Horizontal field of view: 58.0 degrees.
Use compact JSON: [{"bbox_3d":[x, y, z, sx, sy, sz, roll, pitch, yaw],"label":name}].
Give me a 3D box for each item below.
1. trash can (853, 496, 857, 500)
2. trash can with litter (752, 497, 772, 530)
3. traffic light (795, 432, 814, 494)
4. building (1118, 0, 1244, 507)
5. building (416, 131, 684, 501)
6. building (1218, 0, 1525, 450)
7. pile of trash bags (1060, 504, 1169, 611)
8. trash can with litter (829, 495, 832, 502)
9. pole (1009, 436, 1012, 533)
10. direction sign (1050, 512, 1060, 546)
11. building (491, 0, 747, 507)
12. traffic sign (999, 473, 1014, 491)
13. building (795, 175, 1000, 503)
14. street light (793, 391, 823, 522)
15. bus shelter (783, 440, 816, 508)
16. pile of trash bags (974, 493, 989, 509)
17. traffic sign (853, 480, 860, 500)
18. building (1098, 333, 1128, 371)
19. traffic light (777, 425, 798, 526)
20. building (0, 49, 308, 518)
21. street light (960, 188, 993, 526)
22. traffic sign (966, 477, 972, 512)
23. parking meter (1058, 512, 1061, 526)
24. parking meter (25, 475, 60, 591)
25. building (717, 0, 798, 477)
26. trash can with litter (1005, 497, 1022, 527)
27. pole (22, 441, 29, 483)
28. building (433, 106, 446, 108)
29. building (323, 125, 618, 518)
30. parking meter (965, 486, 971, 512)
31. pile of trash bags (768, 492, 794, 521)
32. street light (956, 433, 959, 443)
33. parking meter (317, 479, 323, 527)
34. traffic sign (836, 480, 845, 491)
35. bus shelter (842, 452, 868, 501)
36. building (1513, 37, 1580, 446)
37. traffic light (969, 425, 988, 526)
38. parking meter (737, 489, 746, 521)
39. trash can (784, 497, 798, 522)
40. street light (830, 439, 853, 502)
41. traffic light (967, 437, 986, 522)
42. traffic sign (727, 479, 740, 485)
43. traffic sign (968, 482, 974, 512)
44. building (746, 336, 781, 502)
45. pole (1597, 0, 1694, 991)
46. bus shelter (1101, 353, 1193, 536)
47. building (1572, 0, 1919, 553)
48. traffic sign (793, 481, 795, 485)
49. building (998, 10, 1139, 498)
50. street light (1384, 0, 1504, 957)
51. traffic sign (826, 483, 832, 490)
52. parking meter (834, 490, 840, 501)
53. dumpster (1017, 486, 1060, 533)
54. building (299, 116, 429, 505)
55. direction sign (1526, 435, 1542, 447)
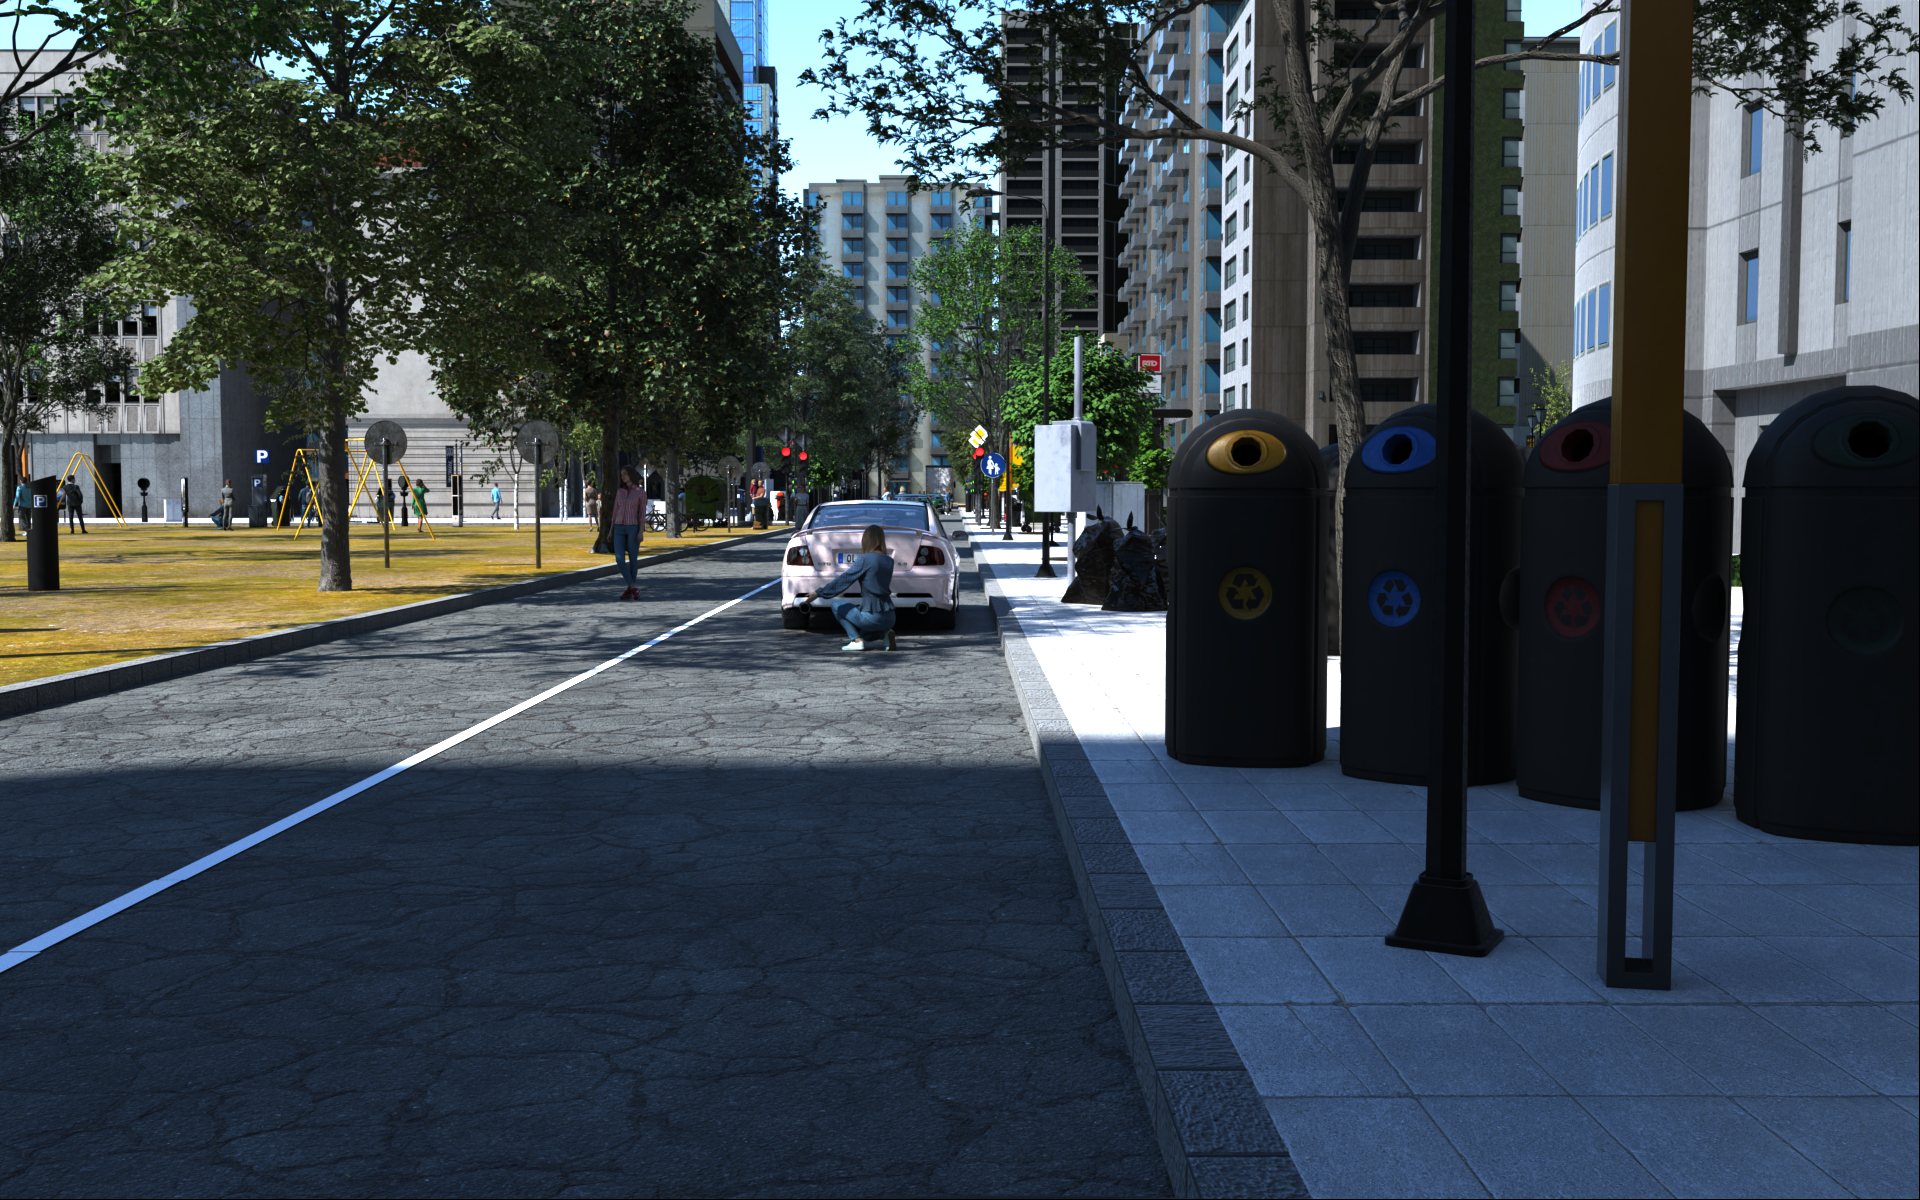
[{"bbox_3d":[-8.054,-7.495,134.196,0.748,1.137,0.748,0,3,0],"label":"trash can"},{"bbox_3d":[-7.164,-3.130,62.566,0.624,1.170,1.055,0,4,4],"label":"trash can with litter"},{"bbox_3d":[-7.016,-5.452,78.066,0.839,4.253,0.868,0,4,0],"label":"traffic light"},{"bbox_3d":[27.338,-33.635,169.541,23.786,49.044,30.456,0,4,0],"label":"building"},{"bbox_3d":[-28.726,-20.216,124.038,14.314,27.812,24.014,0,4,0],"label":"building"},{"bbox_3d":[22.821,-20.005,98.777,14.107,30.474,14.160,0,4,0],"label":"building"},{"bbox_3d":[2.413,-0.586,19.338,1.912,1.369,3.447,-1,4,-13],"label":"pile of trash bags"},{"bbox_3d":[-10.222,-7.727,137.401,1.678,1.210,2.233,-2,4,-24],"label":"trash can with litter"},{"bbox_3d":[1.618,-3.857,56.904,0.158,3.312,0.155,0,3,0],"label":"pole"},{"bbox_3d":[2.273,-3.102,42.709,0.379,3.537,0.876,-1,4,-20],"label":"direction sign"},{"bbox_3d":[-32.227,-33.011,163.428,21.300,48.544,21.600,0,4,0],"label":"building"},{"bbox_3d":[4.546,-9.744,153.192,2.265,3.308,0.079,0,4,8],"label":"traffic sign"},{"bbox_3d":[-9.305,-39.319,262.469,30.456,49.044,23.786,0,4,0],"label":"building"},{"bbox_3d":[-6.881,-6.459,78.150,1.470,5.913,1.316,0,4,0],"label":"street light"},{"bbox_3d":[-11.293,-8.926,123.576,2.179,5.291,8.768,0,4,0],"label":"bus shelter"},{"bbox_3d":[1.814,-8.574,149.934,1.912,1.369,3.447,1,4,18],"label":"pile of trash bags"},{"bbox_3d":[-7.421,-7.383,122.841,0.606,2.300,0.079,0,4,1],"label":"traffic sign"},{"bbox_3d":[29.258,-21.740,200.491,27.650,21.520,28.899,0,4,0],"label":"building"},{"bbox_3d":[-6.987,-4.964,70.081,0.839,4.253,0.868,0,4,0],"label":"traffic light"},{"bbox_3d":[-48.974,-17.062,96.989,19.932,24.808,12.078,0,4,0],"label":"building"},{"bbox_3d":[0.780,-3.299,26.474,1.470,5.913,1.316,0,4,0],"label":"street light"},{"bbox_3d":[0.779,-7.420,121.424,0.768,2.556,0.104,0,4,5],"label":"traffic sign"},{"bbox_3d":[3.821,-3.690,68.743,0.372,1.533,0.369,0,3,0],"label":"parking meter"},{"bbox_3d":[-12.208,-0.895,23.038,0.372,1.533,0.369,0,3,0],"label":"parking meter"},{"bbox_3d":[-40.100,-57.922,259.688,31.000,86.520,22.319,0,4,0],"label":"building"},{"bbox_3d":[2.342,-3.449,67.785,1.055,1.170,0.624,-2,4,-24],"label":"trash can with litter"},{"bbox_3d":[-36.173,-4.479,67.069,0.158,3.312,0.155,0,3,0],"label":"pole"},{"bbox_3d":[-69.702,-43.881,259.455,28.212,58.520,21.231,0,4,0],"label":"building"},{"bbox_3d":[-27.628,-16.239,101.660,11.583,22.565,21.152,0,4,0],"label":"building"},{"bbox_3d":[0.588,-7.056,121.073,0.255,1.863,0.399,-3,5,-40],"label":"parking meter"},{"bbox_3d":[-8.872,-4.523,83.702,1.912,1.369,3.447,0,4,1],"label":"pile of trash bags"},{"bbox_3d":[0.669,-5.902,69.044,1.470,5.913,1.316,0,4,0],"label":"street light"},{"bbox_3d":[-24.849,-3.778,67.481,0.255,1.863,0.399,-2,4,-35],"label":"parking meter"},{"bbox_3d":[-8.257,-7.244,118.439,0.884,2.594,0.081,0,4,5],"label":"traffic sign"},{"bbox_3d":[-9.021,-10.265,145.461,2.179,5.291,8.768,0,4,0],"label":"bus shelter"},{"bbox_3d":[61.896,-37.403,200.777,27.495,52.752,28.713,0,4,0],"label":"building"},{"bbox_3d":[0.775,-4.967,70.125,0.839,4.253,0.868,0,4,0],"label":"traffic light"},{"bbox_3d":[-9.978,-4.317,78.995,0.372,1.533,0.369,0,3,0],"label":"parking meter"},{"bbox_3d":[-7.862,-4.247,81.091,0.748,1.137,0.748,0,3,0],"label":"trash can"},{"bbox_3d":[-6.934,-7.785,99.828,1.470,5.913,1.316,0,4,0],"label":"street light"},{"bbox_3d":[0.745,-5.455,78.110,0.839,4.253,0.868,0,4,0],"label":"traffic light"},{"bbox_3d":[-10.398,-4.735,79.550,0.606,2.300,0.079,1,4,9],"label":"traffic sign"},{"bbox_3d":[0.928,-7.364,120.504,0.768,2.556,0.104,0,4,1],"label":"traffic sign"},{"bbox_3d":[-36.648,-21.832,201.989,28.899,21.520,27.650,0,4,0],"label":"building"},{"bbox_3d":[1.773,-0.649,4.461,0.158,3.312,0.155,0,3,0],"label":"pole"},{"bbox_3d":[4.694,-4.241,46.979,2.179,5.291,8.768,0,3,0],"label":"bus shelter"},{"bbox_3d":[25.570,-30.335,37.972,21.231,58.520,28.212,0,4,0],"label":"building"},{"bbox_3d":[-11.311,-7.139,118.854,0.606,2.300,0.079,1,4,8],"label":"traffic sign"},{"bbox_3d":[16.235,-50.257,259.953,20.611,71.187,20.563,0,4,0],"label":"building"},{"bbox_3d":[0.851,-1.973,4.798,1.470,5.913,1.316,0,4,0],"label":"street light"},{"bbox_3d":[-8.519,-6.761,110.640,0.768,2.556,0.104,1,4,9],"label":"traffic sign"},{"bbox_3d":[-7.253,-5.725,102.011,0.372,1.533,0.369,0,3,0],"label":"parking meter"},{"bbox_3d":[2.672,-3.381,57.766,1.502,2.255,1.985,0,4,0],"label":"dumpster"},{"bbox_3d":[-65.995,-33.561,203.352,28.867,44.769,22.147,0,4,0],"label":"building"},{"bbox_3d":[22.287,-4.586,66.974,0.876,3.537,0.379,0,4,-7],"label":"direction sign"}]
